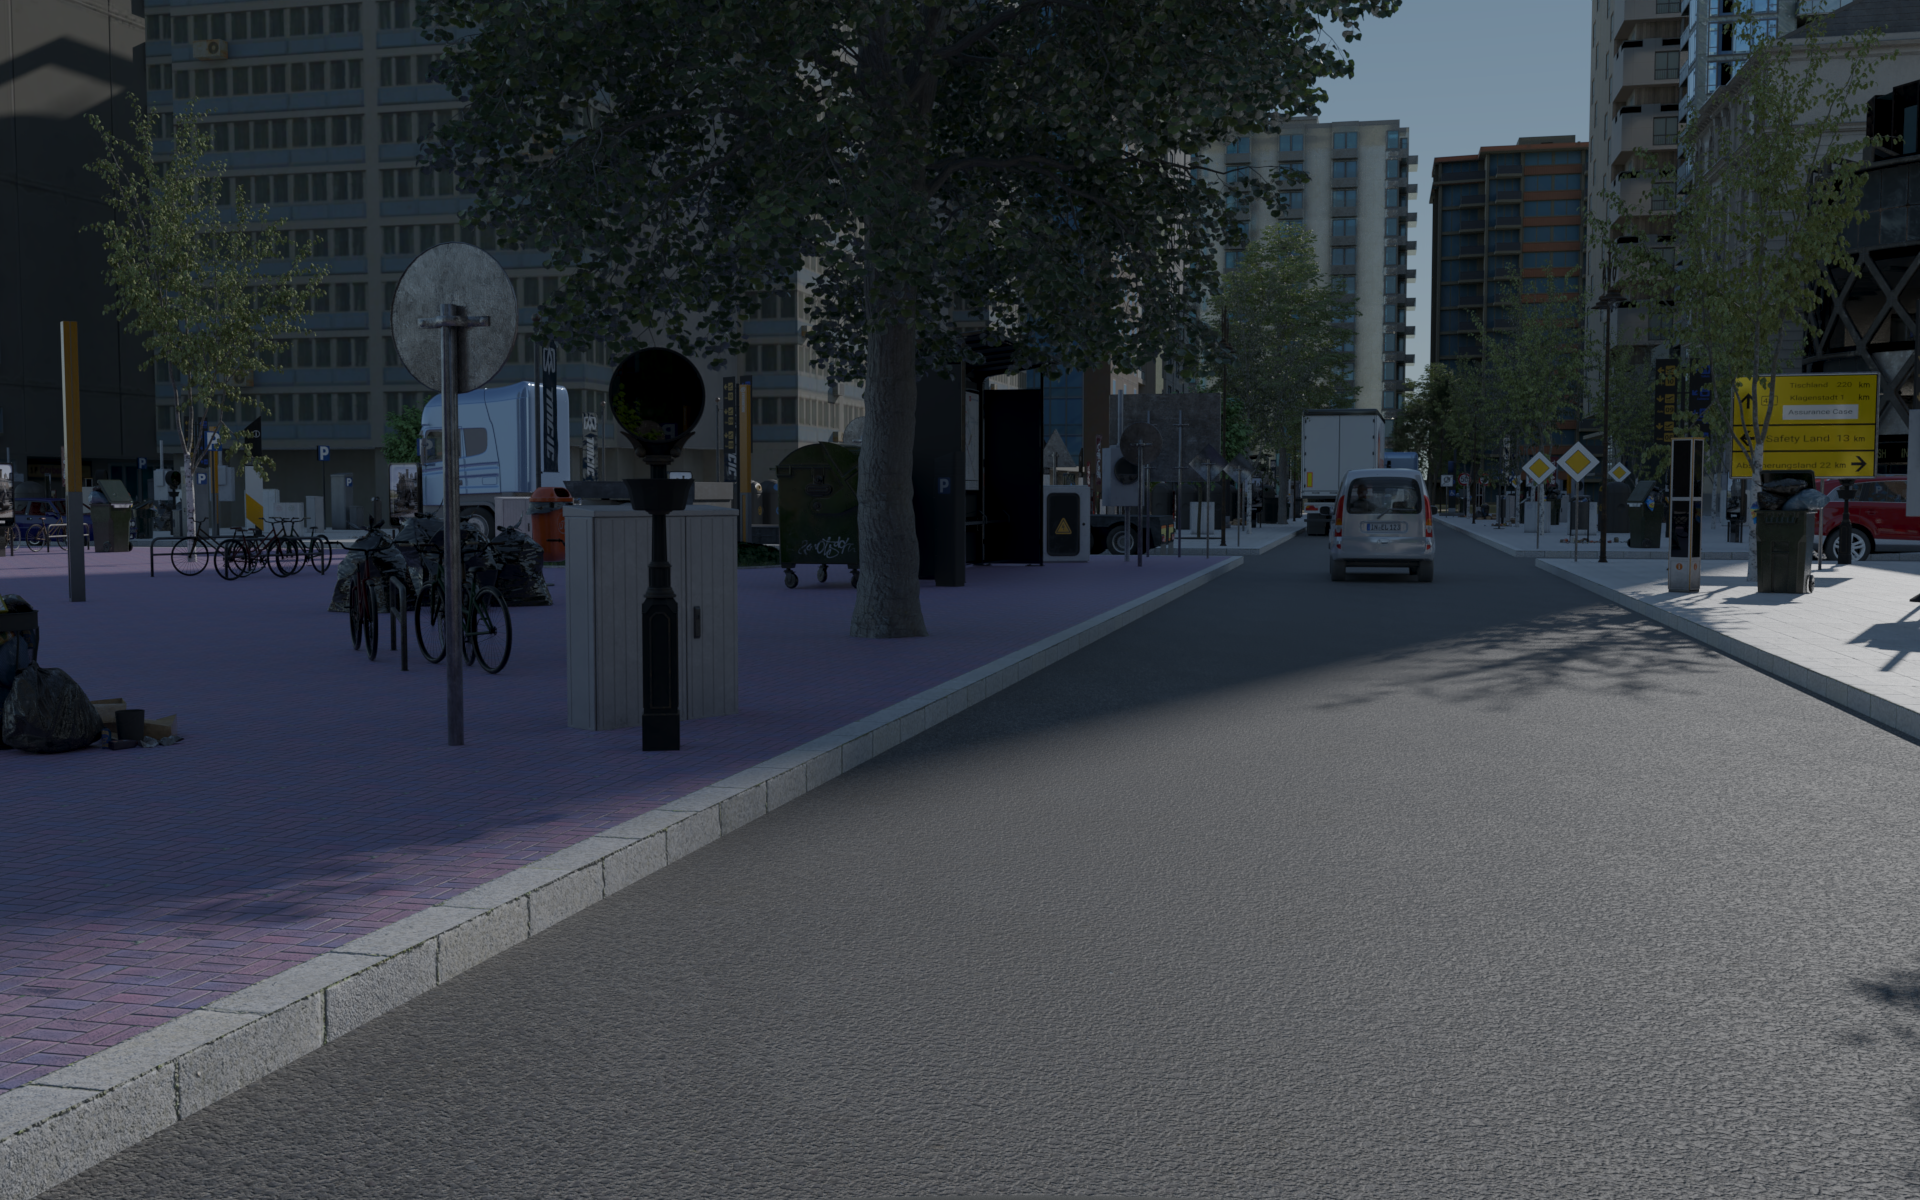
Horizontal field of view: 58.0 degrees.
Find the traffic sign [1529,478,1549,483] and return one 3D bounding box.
[{"bbox_3d":[26.568,-4.863,79.508,0.884,2.594,0.081,1,4,15],"label":"traffic sign"}]

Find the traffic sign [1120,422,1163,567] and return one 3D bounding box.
[{"bbox_3d":[3.184,-1.865,30.591,0.768,2.556,0.104,1,4,16],"label":"traffic sign"}]

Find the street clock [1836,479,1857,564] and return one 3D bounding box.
[{"bbox_3d":[16.179,-1.654,31.618,0.471,2.002,0.358,3,5,42],"label":"street clock"}]

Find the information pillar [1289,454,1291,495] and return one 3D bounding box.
[{"bbox_3d":[18.601,-6.502,97.666,0.183,3.616,0.504,1,4,14],"label":"information pillar"}]

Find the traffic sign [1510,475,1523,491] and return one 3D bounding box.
[{"bbox_3d":[33.553,-6.326,104.613,0.795,2.450,0.064,1,4,20],"label":"traffic sign"}]

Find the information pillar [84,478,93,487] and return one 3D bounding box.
[{"bbox_3d":[-40.069,-4.597,79.652,0.304,2.012,0.304,-3,5,-39],"label":"information pillar"}]

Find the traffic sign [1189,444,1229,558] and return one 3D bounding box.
[{"bbox_3d":[4.935,-1.884,34.440,0.795,2.450,0.064,1,4,13],"label":"traffic sign"}]

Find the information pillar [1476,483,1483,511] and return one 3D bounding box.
[{"bbox_3d":[33.212,-6.500,110.761,0.304,2.012,0.304,-2,4,-24],"label":"information pillar"}]

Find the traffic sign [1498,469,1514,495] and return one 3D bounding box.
[{"bbox_3d":[25.930,-5.030,82.339,0.768,2.556,0.104,1,4,20],"label":"traffic sign"}]

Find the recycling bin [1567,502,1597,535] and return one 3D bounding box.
[{"bbox_3d":[19.392,-2.535,53.994,0.722,1.027,0.722,0,4,4],"label":"recycling bin"}]

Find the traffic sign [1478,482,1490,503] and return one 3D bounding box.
[{"bbox_3d":[33.630,-6.809,111.335,0.884,2.594,0.081,1,4,20],"label":"traffic sign"}]

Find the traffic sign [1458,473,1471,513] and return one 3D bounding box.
[{"bbox_3d":[30.295,-6.358,104.064,0.768,2.556,0.104,1,4,21],"label":"traffic sign"}]

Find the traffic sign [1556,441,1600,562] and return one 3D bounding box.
[{"bbox_3d":[11.684,-1.784,32.805,0.795,2.450,0.064,1,4,13],"label":"traffic sign"}]

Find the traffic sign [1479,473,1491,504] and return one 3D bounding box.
[{"bbox_3d":[32.384,-6.531,106.883,0.768,2.556,0.104,1,4,21],"label":"traffic sign"}]

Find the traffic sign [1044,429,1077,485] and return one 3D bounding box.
[{"bbox_3d":[1.895,-2.119,34.649,0.884,2.594,0.081,1,4,20],"label":"traffic sign"}]

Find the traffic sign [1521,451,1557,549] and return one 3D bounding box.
[{"bbox_3d":[13.548,-2.259,40.570,0.795,2.450,0.064,1,4,13],"label":"traffic sign"}]

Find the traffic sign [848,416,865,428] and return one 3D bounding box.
[{"bbox_3d":[-1.587,-1.729,28.380,0.768,2.556,0.104,1,4,22],"label":"traffic sign"}]

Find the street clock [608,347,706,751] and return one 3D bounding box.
[{"bbox_3d":[-1.506,-0.251,8.677,0.471,2.002,0.358,-1,4,-8],"label":"street clock"}]

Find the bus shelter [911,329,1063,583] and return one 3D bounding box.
[{"bbox_3d":[0.291,-2.239,27.893,1.731,3.624,6.357,1,4,14],"label":"bus shelter"}]

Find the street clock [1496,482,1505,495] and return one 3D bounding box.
[{"bbox_3d":[29.760,-5.549,95.301,0.471,2.002,0.358,-1,4,-9],"label":"street clock"}]

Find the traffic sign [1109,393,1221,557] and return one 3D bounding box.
[{"bbox_3d":[4.135,-2.521,35.097,2.265,3.308,0.079,1,4,15],"label":"traffic sign"}]

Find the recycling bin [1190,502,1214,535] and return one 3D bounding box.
[{"bbox_3d":[7.717,-2.610,55.222,0.722,1.027,0.722,0,4,3],"label":"recycling bin"}]

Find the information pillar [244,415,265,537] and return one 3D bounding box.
[{"bbox_3d":[-20.967,-3.676,51.459,0.504,3.616,0.183,-2,4,-30],"label":"information pillar"}]

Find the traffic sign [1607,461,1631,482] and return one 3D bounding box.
[{"bbox_3d":[23.331,-3.679,61.343,0.795,2.450,0.064,1,4,22],"label":"traffic sign"}]

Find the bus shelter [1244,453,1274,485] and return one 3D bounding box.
[{"bbox_3d":[17.613,-6.838,103.079,1.731,3.624,6.357,1,4,14],"label":"bus shelter"}]

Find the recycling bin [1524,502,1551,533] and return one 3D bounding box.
[{"bbox_3d":[19.218,-2.757,57.632,0.722,1.027,0.722,2,4,29],"label":"recycling bin"}]

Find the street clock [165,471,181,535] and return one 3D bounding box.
[{"bbox_3d":[-24.468,-3.018,53.922,0.358,2.002,0.471,1,4,18],"label":"street clock"}]

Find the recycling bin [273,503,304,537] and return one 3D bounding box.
[{"bbox_3d":[-19.726,-2.345,50.899,0.722,1.027,0.722,-1,4,-9],"label":"recycling bin"}]

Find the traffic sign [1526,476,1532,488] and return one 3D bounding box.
[{"bbox_3d":[31.553,-5.717,95.595,0.606,2.300,0.079,1,4,20],"label":"traffic sign"}]

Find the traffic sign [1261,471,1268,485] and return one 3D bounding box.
[{"bbox_3d":[16.883,-5.931,97.081,0.768,2.556,0.104,1,4,16],"label":"traffic sign"}]

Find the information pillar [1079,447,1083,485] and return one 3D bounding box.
[{"bbox_3d":[6.088,-5.866,87.262,0.183,3.616,0.504,-1,4,-14],"label":"information pillar"}]

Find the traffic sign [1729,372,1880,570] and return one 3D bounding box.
[{"bbox_3d":[14.193,-2.161,29.201,2.265,3.308,0.079,1,4,17],"label":"traffic sign"}]

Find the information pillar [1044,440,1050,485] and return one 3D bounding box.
[{"bbox_3d":[3.671,-5.060,74.086,0.183,3.616,0.504,2,4,35],"label":"information pillar"}]

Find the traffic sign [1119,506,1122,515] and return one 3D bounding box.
[{"bbox_3d":[4.266,-2.808,46.023,0.768,2.556,0.104,1,4,18],"label":"traffic sign"}]

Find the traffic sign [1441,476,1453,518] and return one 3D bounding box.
[{"bbox_3d":[26.261,-5.586,93.458,0.606,2.300,0.079,1,4,14],"label":"traffic sign"}]

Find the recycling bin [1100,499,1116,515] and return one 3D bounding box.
[{"bbox_3d":[7.275,-4.422,84.857,0.722,1.027,0.722,1,4,15],"label":"recycling bin"}]

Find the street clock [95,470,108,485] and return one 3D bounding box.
[{"bbox_3d":[-25.369,-2.855,51.246,0.358,2.002,0.471,-1,4,-9],"label":"street clock"}]

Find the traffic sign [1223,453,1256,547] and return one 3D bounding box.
[{"bbox_3d":[6.800,-2.359,42.205,0.795,2.450,0.064,1,4,13],"label":"traffic sign"}]

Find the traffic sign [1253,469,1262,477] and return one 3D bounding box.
[{"bbox_3d":[14.895,-5.348,87.550,0.768,2.556,0.104,1,4,23],"label":"traffic sign"}]

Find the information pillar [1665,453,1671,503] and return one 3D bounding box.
[{"bbox_3d":[36.004,-5.913,88.039,0.183,3.616,0.504,0,4,3],"label":"information pillar"}]

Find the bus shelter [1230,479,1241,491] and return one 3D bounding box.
[{"bbox_3d":[12.732,-5.745,85.212,1.731,3.624,6.357,1,4,14],"label":"bus shelter"}]

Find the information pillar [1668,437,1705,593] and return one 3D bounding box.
[{"bbox_3d":[9.477,-1.108,22.613,0.304,2.012,0.304,-3,5,-42],"label":"information pillar"}]

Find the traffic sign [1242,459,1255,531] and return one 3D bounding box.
[{"bbox_3d":[9.761,-3.638,59.588,0.768,2.556,0.104,1,4,15],"label":"traffic sign"}]

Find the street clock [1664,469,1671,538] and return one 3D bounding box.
[{"bbox_3d":[20.876,-2.835,50.931,0.358,2.002,0.471,1,4,14],"label":"street clock"}]

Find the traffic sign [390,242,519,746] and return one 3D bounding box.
[{"bbox_3d":[-2.579,-0.531,8.782,0.768,2.556,0.104,1,4,20],"label":"traffic sign"}]

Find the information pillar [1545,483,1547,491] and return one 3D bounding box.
[{"bbox_3d":[30.750,-5.257,90.440,0.304,2.012,0.304,0,4,4],"label":"information pillar"}]
